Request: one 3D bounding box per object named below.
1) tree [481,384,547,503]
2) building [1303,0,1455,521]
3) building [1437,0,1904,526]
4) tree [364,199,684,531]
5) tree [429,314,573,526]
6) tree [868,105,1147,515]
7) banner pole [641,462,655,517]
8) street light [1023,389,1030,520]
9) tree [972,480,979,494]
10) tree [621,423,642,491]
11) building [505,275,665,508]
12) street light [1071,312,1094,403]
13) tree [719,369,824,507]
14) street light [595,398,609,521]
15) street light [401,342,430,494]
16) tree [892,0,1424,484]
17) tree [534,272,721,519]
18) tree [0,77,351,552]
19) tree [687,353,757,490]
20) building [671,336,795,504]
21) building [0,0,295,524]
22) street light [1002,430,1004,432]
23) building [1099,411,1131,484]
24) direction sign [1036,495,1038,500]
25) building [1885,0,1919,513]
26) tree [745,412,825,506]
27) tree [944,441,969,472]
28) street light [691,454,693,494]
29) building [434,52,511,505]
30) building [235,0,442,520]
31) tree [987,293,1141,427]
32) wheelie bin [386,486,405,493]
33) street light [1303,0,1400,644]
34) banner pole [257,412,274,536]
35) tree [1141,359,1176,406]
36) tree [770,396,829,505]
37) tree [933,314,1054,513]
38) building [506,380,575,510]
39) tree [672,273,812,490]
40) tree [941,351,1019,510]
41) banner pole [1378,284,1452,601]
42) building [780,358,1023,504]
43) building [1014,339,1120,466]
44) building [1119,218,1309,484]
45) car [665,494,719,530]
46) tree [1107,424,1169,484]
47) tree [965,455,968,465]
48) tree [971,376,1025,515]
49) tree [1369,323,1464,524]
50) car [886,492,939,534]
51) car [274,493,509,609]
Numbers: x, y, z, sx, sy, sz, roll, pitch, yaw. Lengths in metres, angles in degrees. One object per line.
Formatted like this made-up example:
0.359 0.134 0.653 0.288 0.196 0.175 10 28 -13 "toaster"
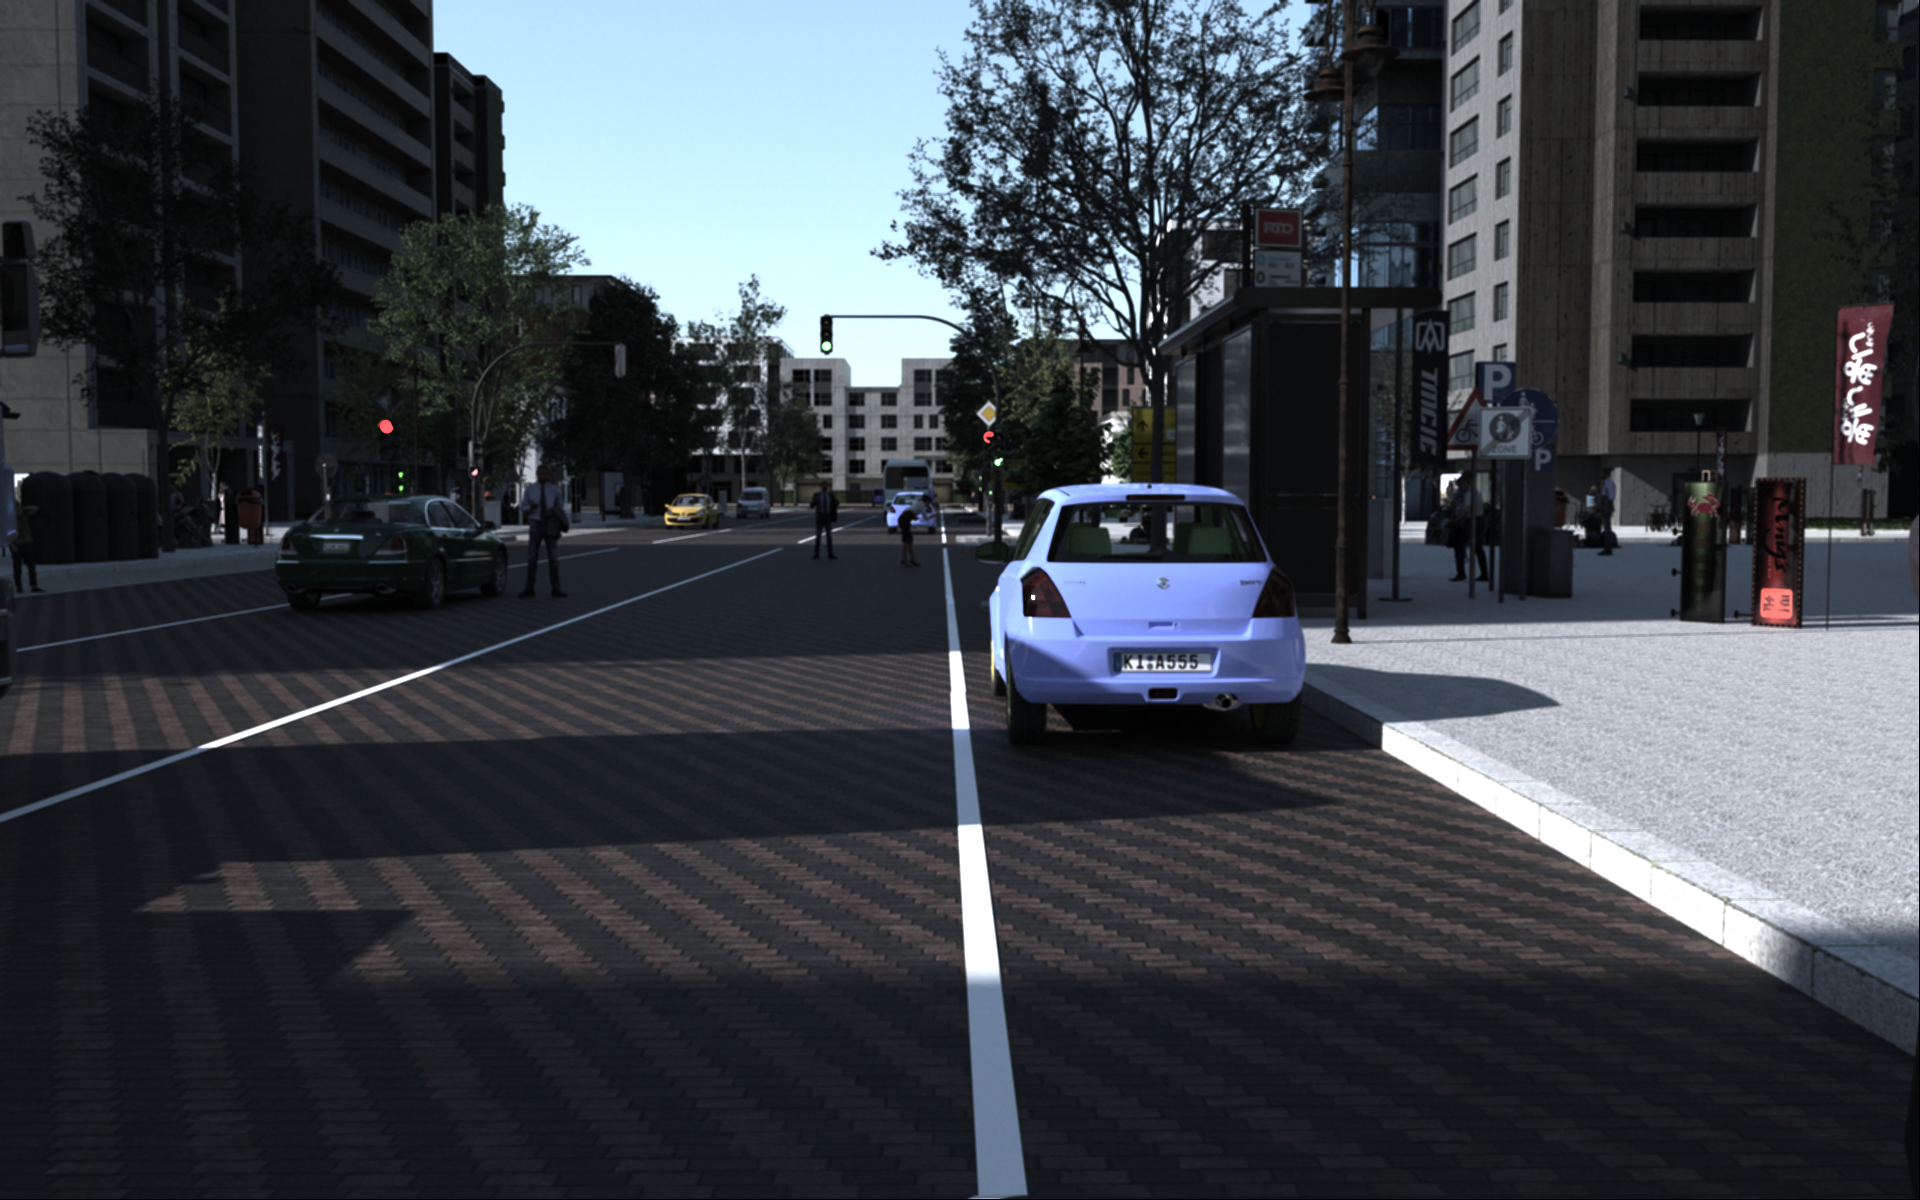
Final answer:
-28.383 -9.681 108.643 4.360 8.622 3.978 0 3 0 "tree"
27.873 -47.900 95.844 22.319 86.520 31.000 0 4 -1 "building"
29.212 -18.462 73.552 14.107 30.474 14.160 0 4 -1 "building"
-16.654 -8.231 60.334 9.928 11.665 9.643 0 3 0 "tree"
-18.050 -7.328 70.183 4.737 8.622 4.395 0 3 0 "tree"
2.285 -14.034 85.352 12.611 20.169 13.585 0 3 0 "tree"
-17.696 -6.605 98.001 0.863 3.779 0.401 1 4 18 "banner pole"
2.699 -5.914 69.487 0.468 5.910 1.993 0 4 -1 "street light"
1.569 -12.409 197.484 1.663 3.219 1.824 0 3 0 "tree"
-23.149 -10.344 119.489 4.737 8.622 4.395 0 3 0 "tree"
-48.873 -20.274 175.447 32.646 21.610 27.936 0 4 -1 "building"
3.081 -4.344 43.819 0.468 5.910 1.993 0 4 -1 "street light"
-18.511 -15.848 169.482 12.009 13.543 11.850 0 3 0 "tree"
-16.924 -6.686 82.098 0.468 5.910 1.993 0 4 -1 "street light"
-16.554 -4.891 52.753 0.468 5.910 1.993 0 4 -1 "street light"
3.786 -7.514 33.216 12.009 13.543 11.850 0 3 0 "tree"
-17.227 -10.573 89.881 9.611 12.733 9.660 0 3 0 "tree"
-17.444 -6.350 38.231 8.767 10.594 7.601 0 4 -1 "tree"
-18.474 -12.302 126.896 9.928 11.665 9.643 0 3 0 "tree"
-39.843 -24.119 238.327 32.646 21.610 27.936 0 4 -1 "building"
-40.998 -38.857 73.560 20.563 71.187 20.611 0 4 -1 "building"
2.295 -7.672 98.221 0.468 5.910 1.993 0 4 -1 "street light"
19.971 -14.313 176.170 9.099 9.664 28.070 0 4 -1 "building"
3.281 -4.996 73.688 0.379 3.537 0.876 3 4 38 "direction sign"
54.702 -38.873 73.825 20.611 71.187 20.563 0 4 -1 "building"
-18.907 -15.334 185.129 8.767 10.594 7.601 -2 4 -29 "tree"
2.590 -14.346 168.970 8.767 10.594 7.601 -1 4 -10 "tree"
-17.412 -8.536 112.358 0.468 5.910 1.993 0 4 -1 "street light"
-38.563 -20.941 114.083 14.160 30.474 14.107 0 4 -1 "building"
-42.638 -28.844 95.299 21.300 48.544 21.600 0 4 -1 "building"
3.233 -6.876 62.792 4.737 8.622 4.395 0 3 0 "tree"
-21.461 -3.545 65.876 0.980 1.594 0.693 0 4 -4 "wheelie bin"
3.290 -2.567 14.752 0.468 5.910 1.993 0 4 -1 "street light"
-21.336 -3.854 53.022 0.401 3.779 0.863 -3 5 -42 "banner pole"
10.833 -8.850 95.061 4.737 8.622 4.395 0 3 0 "tree"
-18.647 -17.172 198.882 7.486 12.596 7.792 0 3 0 "tree"
2.829 -12.927 118.013 9.857 13.997 8.962 0 3 0 "tree"
-35.915 -12.204 141.680 9.099 9.664 28.070 0 4 -1 "building"
-19.299 -18.041 150.864 12.611 20.169 13.585 0 3 0 "tree"
2.521 -13.351 136.410 7.486 12.596 7.792 0 3 0 "tree"
5.477 -1.882 20.794 0.863 3.779 0.401 -1 4 -8 "banner pole"
-7.716 -22.438 233.323 31.486 18.905 16.747 0 4 -1 "building"
24.286 -24.156 238.926 32.646 21.610 27.936 0 4 -1 "building"
29.240 -18.398 144.775 27.936 21.610 32.646 0 4 -1 "building"
-10.968 -3.714 70.953 2.015 1.641 3.980 0 4 1 "car"
7.418 -5.268 69.842 4.285 4.588 4.351 0 3 0 "tree"
1.914 -12.772 159.177 4.360 8.622 3.978 0 3 0 "tree"
2.911 -9.616 107.591 4.360 8.622 3.978 0 3 0 "tree"
19.089 -7.552 73.841 4.360 8.622 3.978 0 3 0 "tree"
-1.733 -3.266 62.998 1.945 1.707 3.694 0 4 1 "car"
-7.385 -0.682 22.945 2.131 1.459 4.920 0 4 1 "car"
